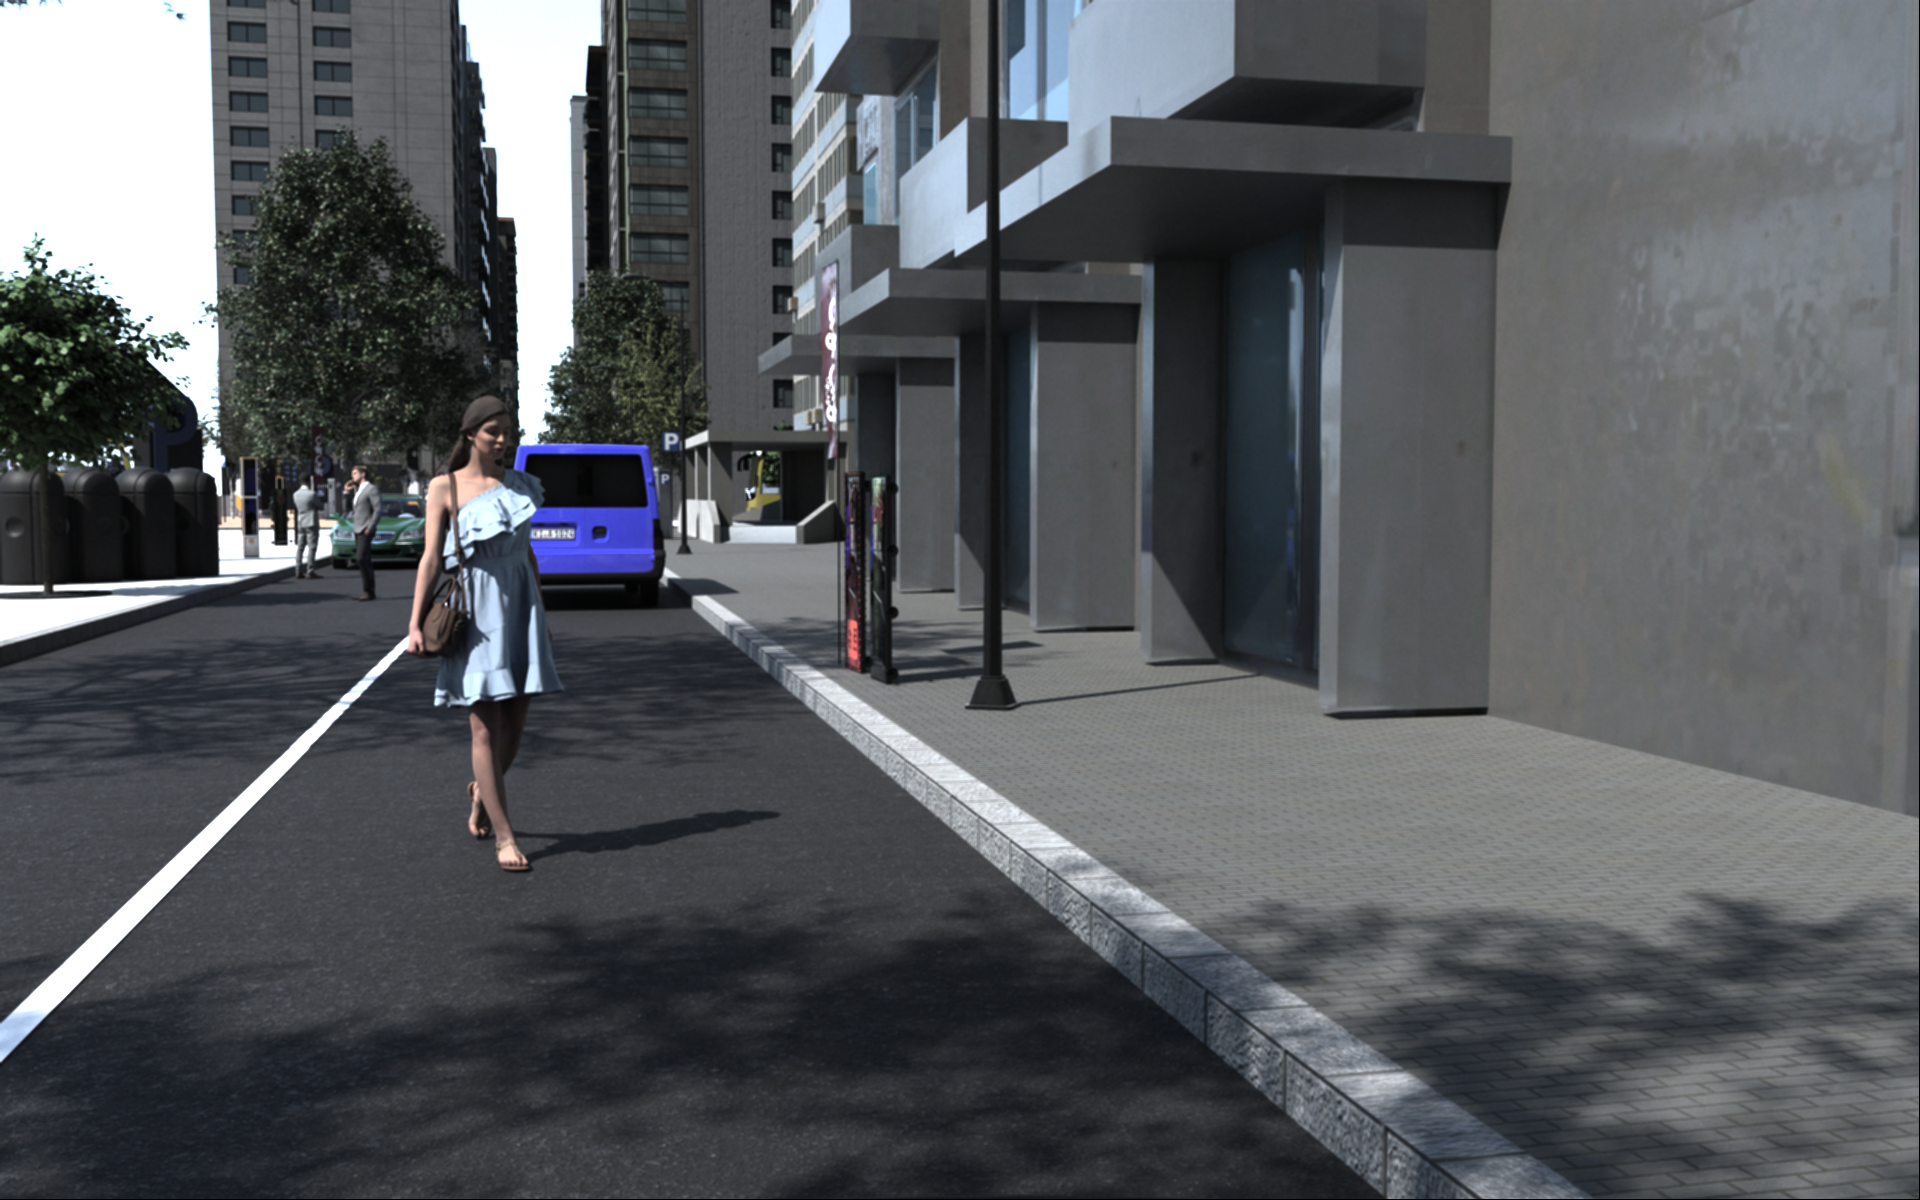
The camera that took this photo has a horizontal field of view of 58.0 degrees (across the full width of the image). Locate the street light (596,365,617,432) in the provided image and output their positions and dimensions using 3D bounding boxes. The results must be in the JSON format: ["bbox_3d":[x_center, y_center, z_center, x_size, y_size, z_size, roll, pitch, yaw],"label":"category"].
[{"bbox_3d":[-12.452,-5.521,62.807,1.470,5.913,1.316,-1,4,-13],"label":"street light"}]

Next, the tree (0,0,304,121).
[{"bbox_3d":[-8.672,-6.031,8.972,12.009,13.543,11.850,0,3,0],"label":"tree"}]

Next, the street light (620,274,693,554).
[{"bbox_3d":[-6.426,-3.928,36.758,1.470,5.913,1.316,-1,4,-13],"label":"street light"}]

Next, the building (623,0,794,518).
[{"bbox_3d":[-12.162,-20.059,99.662,14.160,30.474,14.107,-1,4,-13],"label":"building"}]

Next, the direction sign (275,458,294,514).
[{"bbox_3d":[-42.248,-7.097,108.032,0.876,3.537,0.379,-1,4,-9],"label":"direction sign"}]

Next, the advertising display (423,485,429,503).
[{"bbox_3d":[-27.945,-5.289,91.690,0.974,1.923,0.123,1,4,10],"label":"advertising display"}]

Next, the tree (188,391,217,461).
[{"bbox_3d":[-53.680,-10.355,119.663,4.737,8.622,4.395,0,3,0],"label":"tree"}]

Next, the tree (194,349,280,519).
[{"bbox_3d":[-36.879,-8.388,87.505,4.360,8.622,3.978,0,3,0],"label":"tree"}]

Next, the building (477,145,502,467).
[{"bbox_3d":[-59.788,-31.394,196.886,14.154,41.232,14.086,-1,4,-13],"label":"building"}]

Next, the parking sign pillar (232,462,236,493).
[{"bbox_3d":[-51.894,-8.280,123.850,1.447,3.967,1.447,2,4,33],"label":"parking sign pillar"}]

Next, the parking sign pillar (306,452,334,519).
[{"bbox_3d":[-32.511,-6.088,88.009,1.447,3.967,1.447,-2,4,-25],"label":"parking sign pillar"}]

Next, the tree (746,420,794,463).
[{"bbox_3d":[-7.808,-5.693,76.797,4.285,4.588,4.351,0,3,0],"label":"tree"}]

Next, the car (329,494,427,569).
[{"bbox_3d":[-11.492,-1.411,34.869,2.131,1.459,4.920,-1,4,-13],"label":"car"}]

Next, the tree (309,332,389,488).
[{"bbox_3d":[-25.469,-7.441,72.019,4.737,8.622,4.395,0,3,0],"label":"tree"}]

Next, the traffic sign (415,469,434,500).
[{"bbox_3d":[-21.338,-3.998,69.017,0.795,2.450,0.064,-1,4,-13],"label":"traffic sign"}]

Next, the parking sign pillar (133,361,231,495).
[{"bbox_3d":[-15.018,-2.716,32.880,1.447,3.967,1.447,1,4,21],"label":"parking sign pillar"}]

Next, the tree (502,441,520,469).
[{"bbox_3d":[-54.335,-15.835,209.264,4.360,8.622,3.978,0,3,0],"label":"tree"}]

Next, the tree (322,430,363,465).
[{"bbox_3d":[-42.277,-11.635,124.651,8.767,10.594,7.601,-1,4,-11],"label":"tree"}]

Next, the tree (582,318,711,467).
[{"bbox_3d":[-12.981,-7.543,73.689,4.737,8.622,4.395,0,3,0],"label":"tree"}]

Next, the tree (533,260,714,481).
[{"bbox_3d":[-16.449,-10.272,84.947,9.611,12.733,9.660,0,3,0],"label":"tree"}]

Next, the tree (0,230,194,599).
[{"bbox_3d":[-11.550,-2.323,21.695,4.285,4.588,4.351,0,3,0],"label":"tree"}]

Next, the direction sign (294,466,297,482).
[{"bbox_3d":[-43.731,-7.413,113.198,0.876,3.537,0.379,1,4,16],"label":"direction sign"}]

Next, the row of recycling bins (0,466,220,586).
[{"bbox_3d":[-12.551,-1.140,25.754,1.069,1.692,3.534,2,4,25],"label":"row of recycling bins"}]

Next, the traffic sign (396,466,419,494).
[{"bbox_3d":[-19.532,-3.523,61.238,0.795,2.450,0.064,-1,4,-13],"label":"traffic sign"}]

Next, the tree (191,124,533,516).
[{"bbox_3d":[-19.171,-8.392,54.220,9.611,12.733,9.660,0,3,0],"label":"tree"}]

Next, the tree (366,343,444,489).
[{"bbox_3d":[-26.234,-8.108,82.932,4.360,8.622,3.978,0,3,0],"label":"tree"}]

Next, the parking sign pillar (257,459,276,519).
[{"bbox_3d":[-36.595,-6.282,91.189,1.447,3.967,1.447,1,4,12],"label":"parking sign pillar"}]

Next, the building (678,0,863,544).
[{"bbox_3d":[7.691,-22.171,54.380,32.217,40.220,23.993,-1,4,-13],"label":"building"}]

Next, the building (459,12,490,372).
[{"bbox_3d":[-59.019,-33.883,173.600,23.786,49.044,30.456,-1,4,-13],"label":"building"}]

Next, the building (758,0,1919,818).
[{"bbox_3d":[10.497,-24.407,18.669,23.786,49.044,30.456,-1,4,-13],"label":"building"}]

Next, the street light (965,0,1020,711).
[{"bbox_3d":[-0.333,-2.299,10.122,1.470,5.913,1.316,-1,4,-13],"label":"street light"}]

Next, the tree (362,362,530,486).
[{"bbox_3d":[-32.760,-10.941,113.303,8.767,10.594,7.601,1,4,18],"label":"tree"}]
